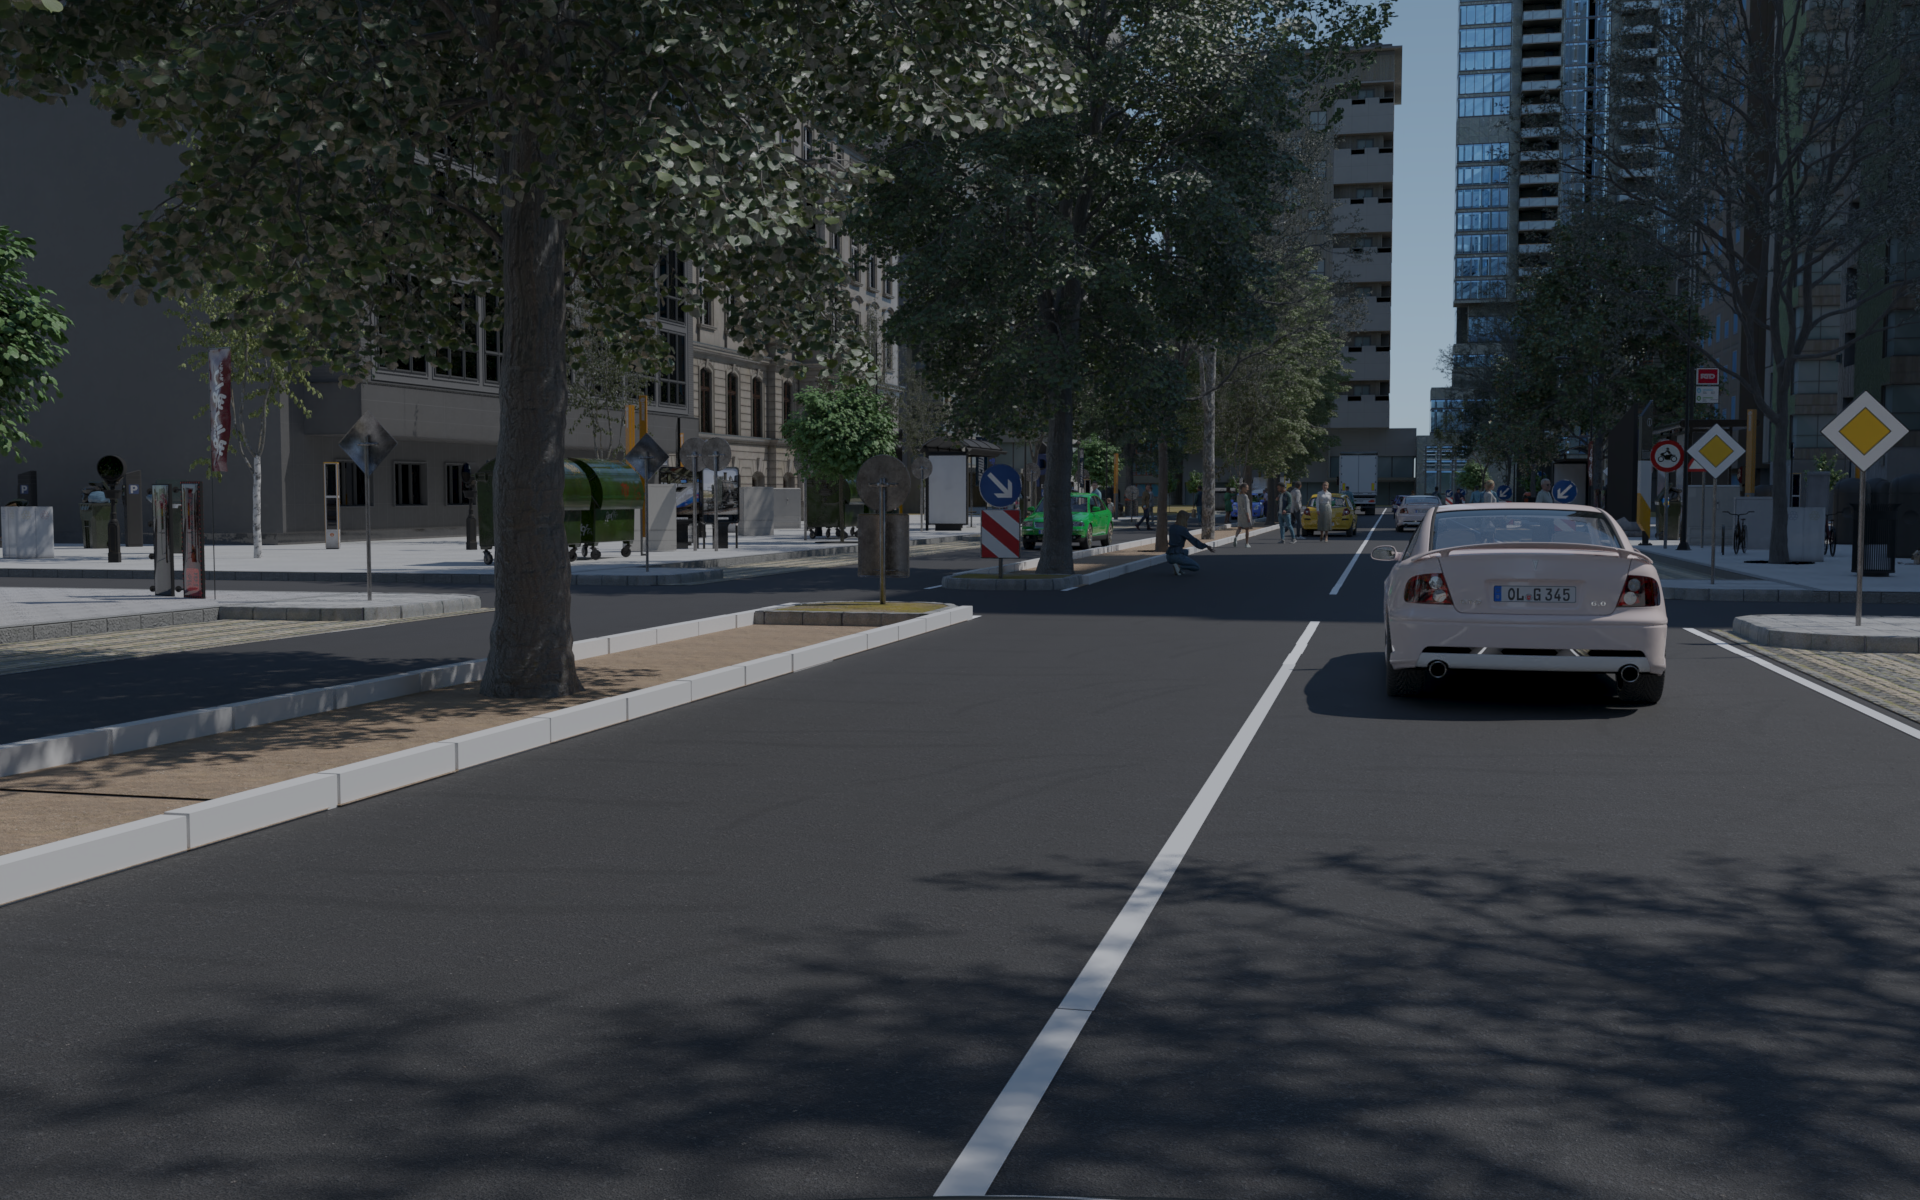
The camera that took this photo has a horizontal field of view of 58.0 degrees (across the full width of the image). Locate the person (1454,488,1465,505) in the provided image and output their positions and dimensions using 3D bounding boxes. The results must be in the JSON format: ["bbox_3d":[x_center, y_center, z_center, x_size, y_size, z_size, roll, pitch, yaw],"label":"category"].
[{"bbox_3d":[28.712,-5.529,99.354,0.683,1.767,0.568,-1,4,-21],"label":"person"}]

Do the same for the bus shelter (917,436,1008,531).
[{"bbox_3d":[0.141,-4.212,62.785,2.014,3.302,5.546,1,4,14],"label":"bus shelter"}]

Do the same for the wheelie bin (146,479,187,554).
[{"bbox_3d":[-17.062,-1.808,37.461,0.980,1.594,0.693,-1,4,-9],"label":"wheelie bin"}]

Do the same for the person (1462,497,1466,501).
[{"bbox_3d":[50.289,-9.903,173.672,1.065,1.426,0.557,-2,4,-31],"label":"person"}]

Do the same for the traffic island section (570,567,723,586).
[{"bbox_3d":[-5.184,-0.387,28.603,2.009,0.180,2.903,1,4,14],"label":"traffic island section"}]

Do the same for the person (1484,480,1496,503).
[{"bbox_3d":[13.077,-2.083,42.915,0.624,1.780,0.694,1,4,16],"label":"person"}]

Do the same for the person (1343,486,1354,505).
[{"bbox_3d":[19.946,-4.948,89.268,0.638,1.841,0.748,3,5,43],"label":"person"}]

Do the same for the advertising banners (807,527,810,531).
[{"bbox_3d":[-5.277,-3.969,61.074,0.090,3.025,2.074,0,4,2],"label":"advertising banners"}]

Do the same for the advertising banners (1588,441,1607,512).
[{"bbox_3d":[20.640,-3.664,56.090,0.090,3.025,2.074,0,4,4],"label":"advertising banners"}]

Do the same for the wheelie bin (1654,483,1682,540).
[{"bbox_3d":[19.802,-2.476,48.398,0.693,1.594,0.980,1,4,13],"label":"wheelie bin"}]

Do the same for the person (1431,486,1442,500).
[{"bbox_3d":[23.790,-4.782,86.677,0.713,1.824,0.794,-2,4,-25],"label":"person"}]

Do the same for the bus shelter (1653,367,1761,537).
[{"bbox_3d":[22.347,-4.590,52.680,2.179,5.291,8.768,1,4,14],"label":"bus shelter"}]

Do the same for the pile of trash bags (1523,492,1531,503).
[{"bbox_3d":[29.905,-4.837,88.830,1.912,1.369,3.447,-1,4,-14],"label":"pile of trash bags"}]

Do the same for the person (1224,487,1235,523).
[{"bbox_3d":[13.184,-4.678,85.237,0.529,1.795,0.600,-3,4,-36],"label":"person"}]

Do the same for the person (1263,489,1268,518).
[{"bbox_3d":[18.440,-5.831,104.779,0.436,1.711,0.756,2,4,32],"label":"person"}]

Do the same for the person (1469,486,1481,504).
[{"bbox_3d":[23.683,-4.335,79.392,0.660,1.820,0.620,-1,4,-15],"label":"person"}]

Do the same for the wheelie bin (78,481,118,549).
[{"bbox_3d":[-20.297,-2.011,40.790,0.980,1.594,0.693,2,4,35],"label":"wheelie bin"}]

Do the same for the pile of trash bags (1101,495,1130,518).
[{"bbox_3d":[8.302,-5.210,94.931,3.447,1.369,1.912,-3,5,-42],"label":"pile of trash bags"}]

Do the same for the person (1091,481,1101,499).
[{"bbox_3d":[4.294,-2.812,54.338,0.748,1.841,0.638,0,4,-8],"label":"person"}]

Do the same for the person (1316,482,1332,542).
[{"bbox_3d":[10.859,-2.628,51.690,0.478,1.798,0.641,1,4,9],"label":"person"}]

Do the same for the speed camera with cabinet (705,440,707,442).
[{"bbox_3d":[-8.764,-4.231,63.516,2.038,3.252,0.660,-3,4,-36],"label":"speed camera with cabinet"}]

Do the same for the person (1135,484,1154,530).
[{"bbox_3d":[7.400,-3.719,69.209,0.836,1.842,0.656,-1,4,-15],"label":"person"}]

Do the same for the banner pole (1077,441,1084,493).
[{"bbox_3d":[5.707,-5.636,82.164,0.401,3.779,0.863,-1,4,-19],"label":"banner pole"}]

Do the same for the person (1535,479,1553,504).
[{"bbox_3d":[12.696,-1.762,37.802,0.515,1.767,0.782,3,4,39],"label":"person"}]

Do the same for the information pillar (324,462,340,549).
[{"bbox_3d":[-14.590,-2.187,40.244,0.304,2.012,0.304,-1,4,-14],"label":"information pillar"}]

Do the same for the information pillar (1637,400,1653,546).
[{"bbox_3d":[17.053,-3.166,43.112,0.504,3.616,0.183,-3,4,-36],"label":"information pillar"}]

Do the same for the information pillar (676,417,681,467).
[{"bbox_3d":[-8.588,-3.760,52.826,0.183,3.616,0.504,-1,4,-17],"label":"information pillar"}]

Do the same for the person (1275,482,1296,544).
[{"bbox_3d":[9.407,-2.532,50.250,0.721,1.781,0.623,-3,5,-41],"label":"person"}]

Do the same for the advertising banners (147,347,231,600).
[{"bbox_3d":[-9.449,-1.534,21.261,2.074,3.025,0.090,3,5,39],"label":"advertising banners"}]

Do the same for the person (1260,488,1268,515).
[{"bbox_3d":[20.599,-6.613,116.614,1.348,1.826,0.705,1,4,12],"label":"person"}]

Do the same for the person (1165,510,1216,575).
[{"bbox_3d":[3.956,-1.032,30.870,0.738,1.151,1.012,-2,4,-30],"label":"person"}]

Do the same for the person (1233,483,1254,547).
[{"bbox_3d":[7.579,-2.268,46.338,0.466,1.731,0.760,2,4,33],"label":"person"}]

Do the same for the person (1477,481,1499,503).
[{"bbox_3d":[14.411,-2.353,47.308,0.601,1.785,0.444,2,4,24],"label":"person"}]

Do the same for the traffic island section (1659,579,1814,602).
[{"bbox_3d":[10.714,-0.143,24.619,2.009,0.180,2.903,1,4,14],"label":"traffic island section"}]

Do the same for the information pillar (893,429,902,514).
[{"bbox_3d":[-2.239,-4.335,62.227,0.183,3.616,0.504,3,4,38],"label":"information pillar"}]

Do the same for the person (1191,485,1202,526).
[{"bbox_3d":[10.801,-4.266,78.227,0.794,1.824,0.713,0,4,-6],"label":"person"}]

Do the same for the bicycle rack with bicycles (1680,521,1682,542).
[{"bbox_3d":[20.394,-1.980,45.762,2.852,0.926,2.925,-1,4,-16],"label":"bicycle rack with bicycles"}]

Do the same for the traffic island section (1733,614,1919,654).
[{"bbox_3d":[8.768,0.331,16.874,2.009,0.180,2.903,1,4,14],"label":"traffic island section"}]

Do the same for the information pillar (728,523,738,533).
[{"bbox_3d":[-7.510,-3.231,57.317,0.304,2.012,0.304,1,4,8],"label":"information pillar"}]

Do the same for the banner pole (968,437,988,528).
[{"bbox_3d":[0.665,-4.678,66.499,0.863,3.779,0.401,0,4,-7],"label":"banner pole"}]

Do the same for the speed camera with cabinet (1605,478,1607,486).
[{"bbox_3d":[36.599,-6.172,95.252,2.038,3.252,0.660,2,4,27],"label":"speed camera with cabinet"}]

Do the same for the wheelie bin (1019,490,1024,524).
[{"bbox_3d":[2.456,-4.058,74.251,0.693,1.594,0.980,-1,4,-17],"label":"wheelie bin"}]

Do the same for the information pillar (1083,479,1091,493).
[{"bbox_3d":[6.330,-5.009,86.387,0.304,2.012,0.304,-1,4,-10],"label":"information pillar"}]

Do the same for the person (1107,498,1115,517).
[{"bbox_3d":[6.678,-3.890,76.787,0.352,1.250,0.332,0,4,1],"label":"person"}]

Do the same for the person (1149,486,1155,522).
[{"bbox_3d":[8.875,-4.454,81.527,0.583,1.804,0.606,1,4,11],"label":"person"}]

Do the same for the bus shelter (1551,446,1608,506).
[{"bbox_3d":[26.550,-4.932,74.554,2.014,3.302,5.546,1,4,14],"label":"bus shelter"}]

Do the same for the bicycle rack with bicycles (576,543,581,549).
[{"bbox_3d":[-9.753,-1.738,41.799,2.852,0.926,2.925,0,4,3],"label":"bicycle rack with bicycles"}]

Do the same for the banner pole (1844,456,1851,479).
[{"bbox_3d":[39.757,-5.340,77.322,0.863,3.779,0.401,1,4,22],"label":"banner pole"}]

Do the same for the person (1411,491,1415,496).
[{"bbox_3d":[40.774,-8.997,156.310,1.217,1.735,0.721,-3,5,-40],"label":"person"}]

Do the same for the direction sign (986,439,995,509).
[{"bbox_3d":[1.059,-4.729,69.309,0.876,3.537,0.379,-3,4,-37],"label":"direction sign"}]

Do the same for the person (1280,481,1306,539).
[{"bbox_3d":[10.589,-2.853,55.000,0.795,1.843,0.661,-1,4,-10],"label":"person"}]

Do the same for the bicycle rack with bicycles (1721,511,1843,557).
[{"bbox_3d":[17.369,-1.438,36.901,2.852,0.926,2.925,2,4,24],"label":"bicycle rack with bicycles"}]

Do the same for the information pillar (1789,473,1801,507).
[{"bbox_3d":[29.212,-3.432,60.601,0.304,2.012,0.304,1,4,15],"label":"information pillar"}]

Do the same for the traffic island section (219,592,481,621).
[{"bbox_3d":[-7.129,0.087,20.858,2.009,0.180,2.903,1,4,14],"label":"traffic island section"}]
